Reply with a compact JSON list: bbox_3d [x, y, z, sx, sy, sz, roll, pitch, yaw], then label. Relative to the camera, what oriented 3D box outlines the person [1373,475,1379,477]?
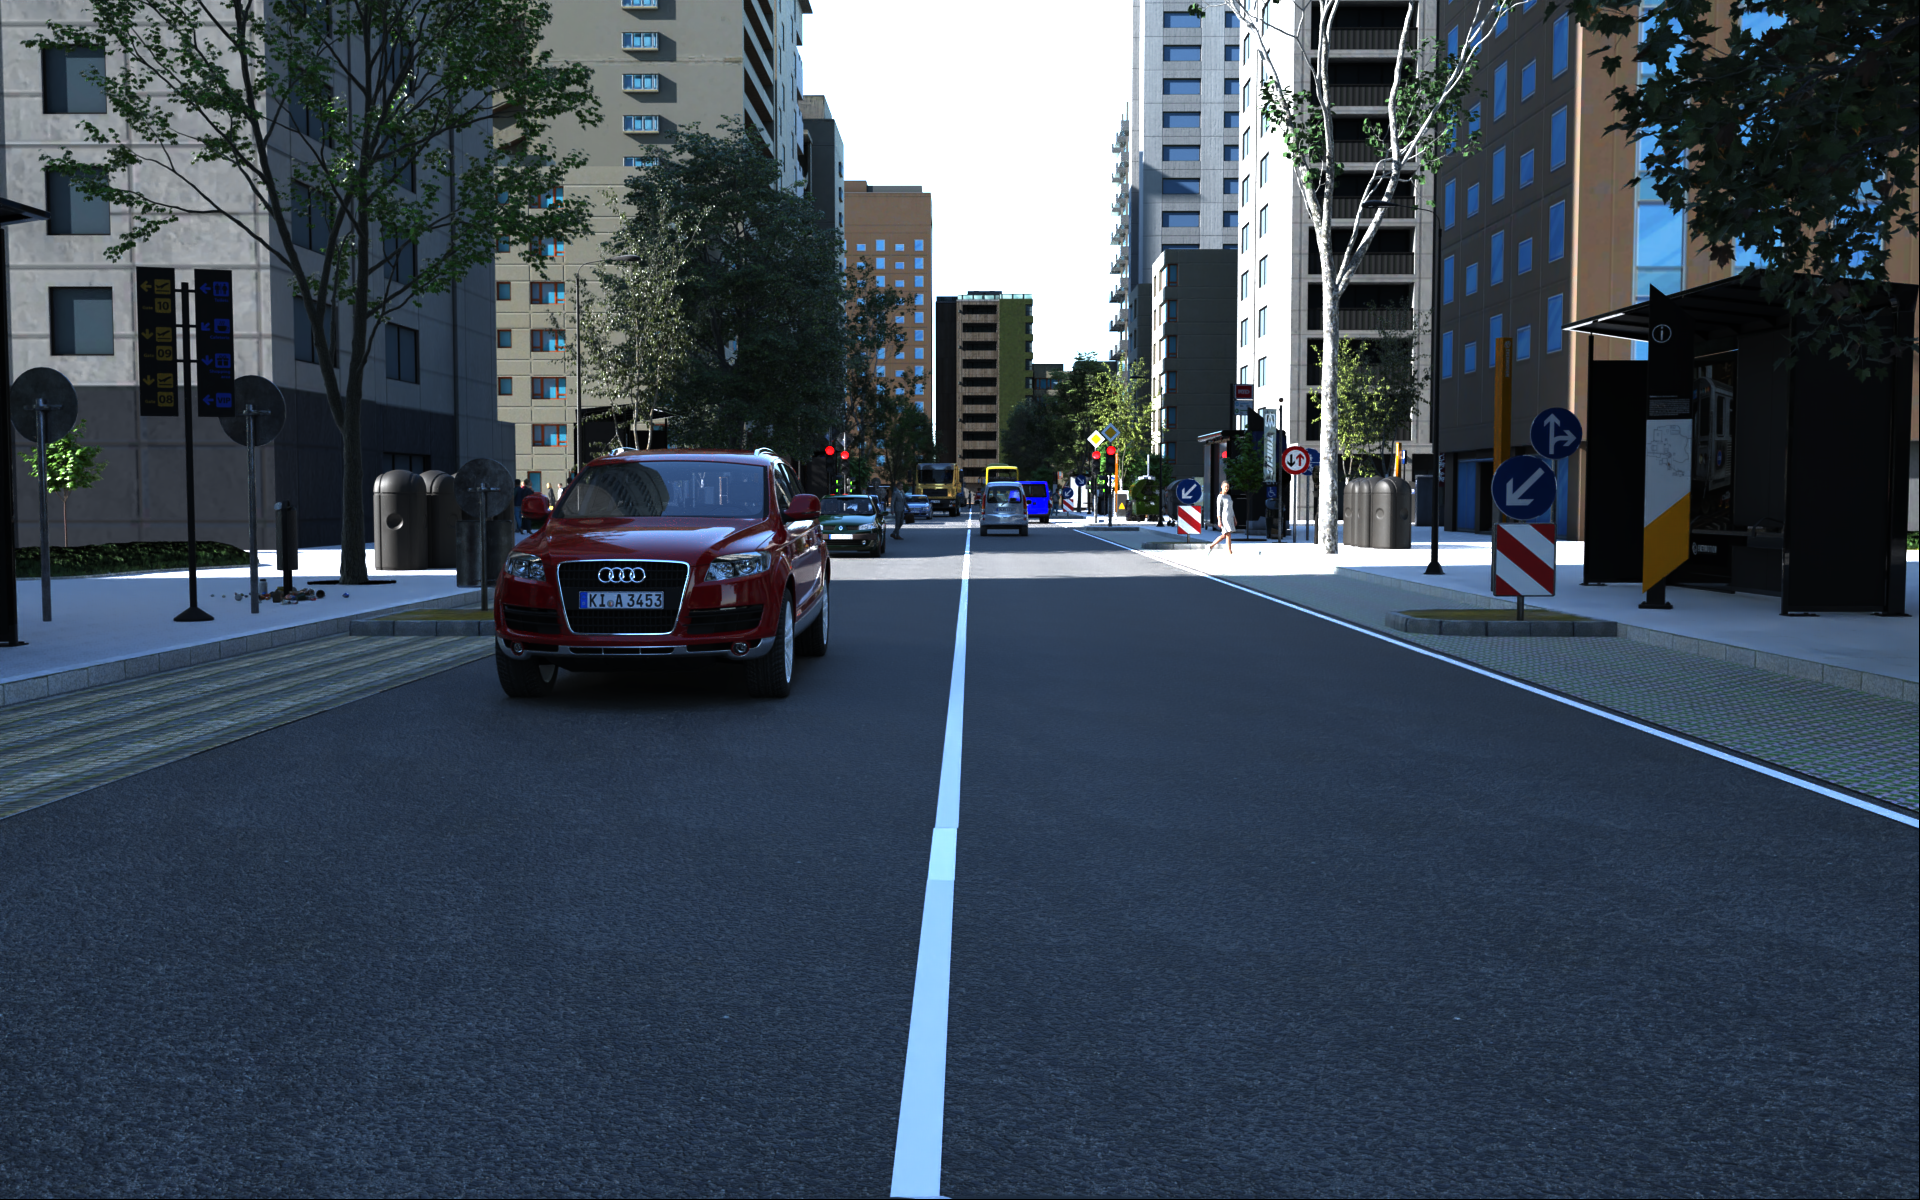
[{"bbox_3d":[11.075,-2.433,46.178,0.694,1.780,0.624,-2,4,-32],"label":"person"}]

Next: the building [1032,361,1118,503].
[{"bbox_3d":[24.941,-25.184,256.791,28.899,21.520,27.650,0,4,0],"label":"building"}]

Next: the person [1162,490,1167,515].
[{"bbox_3d":[12.127,-6.018,104.534,0.694,1.812,0.767,-2,4,-25],"label":"person"}]

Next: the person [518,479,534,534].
[{"bbox_3d":[-13.799,-2.975,55.111,0.534,1.772,0.576,-1,4,-18],"label":"person"}]

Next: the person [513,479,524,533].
[{"bbox_3d":[-14.657,-3.124,57.466,0.721,1.781,0.623,1,4,16],"label":"person"}]

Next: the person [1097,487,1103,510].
[{"bbox_3d":[9.234,-6.617,114.412,0.473,1.802,0.592,0,4,3],"label":"person"}]

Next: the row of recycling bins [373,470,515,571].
[{"bbox_3d":[-9.006,-1.436,30.599,1.069,1.692,3.534,1,4,18],"label":"row of recycling bins"}]

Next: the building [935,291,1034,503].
[{"bbox_3d":[3.387,-29.210,249.281,14.107,30.474,14.160,0,4,0],"label":"building"}]

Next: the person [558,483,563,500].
[{"bbox_3d":[-19.389,-4.776,84.249,0.709,1.813,0.853,3,5,43],"label":"person"}]

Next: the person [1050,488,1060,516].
[{"bbox_3d":[5.904,-5.987,106.737,0.623,1.781,0.721,2,4,34],"label":"person"}]

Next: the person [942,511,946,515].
[{"bbox_3d":[-1.123,-6.869,120.831,0.660,1.820,0.620,-2,4,-35],"label":"person"}]

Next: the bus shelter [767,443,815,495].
[{"bbox_3d":[-8.212,-5.604,82.902,1.731,3.624,6.357,0,4,1],"label":"bus shelter"}]

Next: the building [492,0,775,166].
[{"bbox_3d":[-26.565,-31.484,138.464,21.300,48.544,21.600,0,4,0],"label":"building"}]

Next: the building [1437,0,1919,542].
[{"bbox_3d":[23.280,-24.575,51.910,14.600,45.320,14.200,0,4,0],"label":"building"}]

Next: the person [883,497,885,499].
[{"bbox_3d":[-9.226,-12.351,207.989,1.348,1.824,0.705,-1,4,-15],"label":"person"}]

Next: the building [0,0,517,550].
[{"bbox_3d":[-25.724,-37.275,47.694,20.611,71.187,20.563,0,4,0],"label":"building"}]

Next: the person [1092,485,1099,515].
[{"bbox_3d":[8.418,-6.187,107.073,0.514,1.842,0.818,2,4,34],"label":"person"}]

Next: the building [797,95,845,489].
[{"bbox_3d":[-25.112,-35.721,207.743,21.600,48.544,21.300,0,4,0],"label":"building"}]

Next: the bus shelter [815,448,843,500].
[{"bbox_3d":[-7.180,-6.094,90.912,1.731,3.624,6.357,0,4,0],"label":"bus shelter"}]

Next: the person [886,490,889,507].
[{"bbox_3d":[-7.547,-10.503,178.484,0.721,1.735,1.217,1,4,20],"label":"person"}]

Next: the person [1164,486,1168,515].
[{"bbox_3d":[12.626,-6.131,106.640,0.532,1.782,0.716,0,4,-1],"label":"person"}]

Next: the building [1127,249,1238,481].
[{"bbox_3d":[28.378,-17.845,136.797,27.650,21.520,28.899,0,4,0],"label":"building"}]

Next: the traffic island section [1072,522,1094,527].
[{"bbox_3d":[5.985,-3.296,76.172,2.009,0.180,2.903,0,4,0],"label":"traffic island section"}]

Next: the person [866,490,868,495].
[{"bbox_3d":[-8.648,-9.361,159.193,0.705,1.812,1.348,-1,4,-10],"label":"person"}]

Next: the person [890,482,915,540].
[{"bbox_3d":[-1.898,-2.815,54.648,0.853,1.813,0.709,2,4,28],"label":"person"}]

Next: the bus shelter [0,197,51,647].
[{"bbox_3d":[-8.468,-1.236,11.499,1.731,3.624,6.357,0,4,0],"label":"bus shelter"}]

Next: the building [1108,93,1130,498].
[{"bbox_3d":[29.109,-35.647,202.439,23.786,49.044,30.456,0,4,0],"label":"building"}]

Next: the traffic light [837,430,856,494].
[{"bbox_3d":[-5.016,-5.333,76.119,0.839,4.253,0.868,0,4,0],"label":"traffic light"}]

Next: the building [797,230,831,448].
[{"bbox_3d":[-21.538,-25.371,186.517,14.160,30.474,14.107,0,4,0],"label":"building"}]

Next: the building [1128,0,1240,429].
[{"bbox_3d":[27.403,-38.586,172.882,21.231,58.520,28.212,0,4,0],"label":"building"}]

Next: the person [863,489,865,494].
[{"bbox_3d":[-7.495,-7.864,134.723,0.391,1.810,0.635,-2,4,-29],"label":"person"}]

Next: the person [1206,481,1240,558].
[{"bbox_3d":[5.851,-1.790,38.519,0.760,1.731,0.466,1,4,8],"label":"person"}]

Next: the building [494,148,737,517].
[{"bbox_3d":[-29.198,-15.968,106.119,27.650,21.520,28.899,0,4,0],"label":"building"}]

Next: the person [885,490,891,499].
[{"bbox_3d":[-8.055,-11.213,190.054,1.217,1.739,0.721,1,4,9],"label":"person"}]

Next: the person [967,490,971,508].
[{"bbox_3d":[0.952,-10.049,172.892,0.705,1.814,1.350,-1,4,-10],"label":"person"}]

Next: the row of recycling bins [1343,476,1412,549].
[{"bbox_3d":[10.020,-2.124,41.835,1.069,1.692,3.534,0,4,-2],"label":"row of recycling bins"}]

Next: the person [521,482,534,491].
[{"bbox_3d":[-19.000,-4.275,75.921,0.580,1.828,0.573,-2,4,-26],"label":"person"}]

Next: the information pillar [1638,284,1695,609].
[{"bbox_3d":[7.869,-1.707,19.262,0.504,3.616,0.183,2,4,28],"label":"information pillar"}]

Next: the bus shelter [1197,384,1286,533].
[{"bbox_3d":[9.604,-5.081,60.714,2.179,5.291,8.768,0,4,0],"label":"bus shelter"}]

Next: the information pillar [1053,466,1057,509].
[{"bbox_3d":[8.057,-9.501,146.700,0.183,3.616,0.504,-3,4,-36],"label":"information pillar"}]

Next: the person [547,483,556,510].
[{"bbox_3d":[-18.480,-4.462,79.220,0.699,1.804,1.509,2,4,28],"label":"person"}]

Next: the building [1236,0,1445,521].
[{"bbox_3d":[26.591,-39.942,91.311,20.611,71.187,20.563,0,4,0],"label":"building"}]

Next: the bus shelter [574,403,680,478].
[{"bbox_3d":[-9.081,-3.449,47.682,1.731,3.624,6.357,0,4,1],"label":"bus shelter"}]

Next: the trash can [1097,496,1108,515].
[{"bbox_3d":[8.722,-5.753,105.719,0.748,1.137,0.748,0,3,0],"label":"trash can"}]

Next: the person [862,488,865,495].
[{"bbox_3d":[-7.288,-7.521,129.193,0.466,1.800,0.511,-1,4,-9],"label":"person"}]

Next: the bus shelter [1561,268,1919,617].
[{"bbox_3d":[9.216,-1.829,21.180,1.731,3.624,6.357,0,4,1],"label":"bus shelter"}]

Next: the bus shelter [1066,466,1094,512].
[{"bbox_3d":[9.081,-8.289,129.443,2.014,3.302,5.546,0,4,0],"label":"bus shelter"}]

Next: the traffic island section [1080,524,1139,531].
[{"bbox_3d":[5.930,-2.808,68.188,2.009,0.180,2.903,0,4,0],"label":"traffic island section"}]

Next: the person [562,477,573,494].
[{"bbox_3d":[-12.899,-3.142,57.384,0.622,1.834,0.822,0,4,4],"label":"person"}]

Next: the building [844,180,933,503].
[{"bbox_3d":[-11.100,-36.673,249.709,14.200,45.320,14.600,0,4,0],"label":"building"}]

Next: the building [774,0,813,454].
[{"bbox_3d":[-29.269,-35.200,164.764,28.713,52.752,27.495,0,4,0],"label":"building"}]
